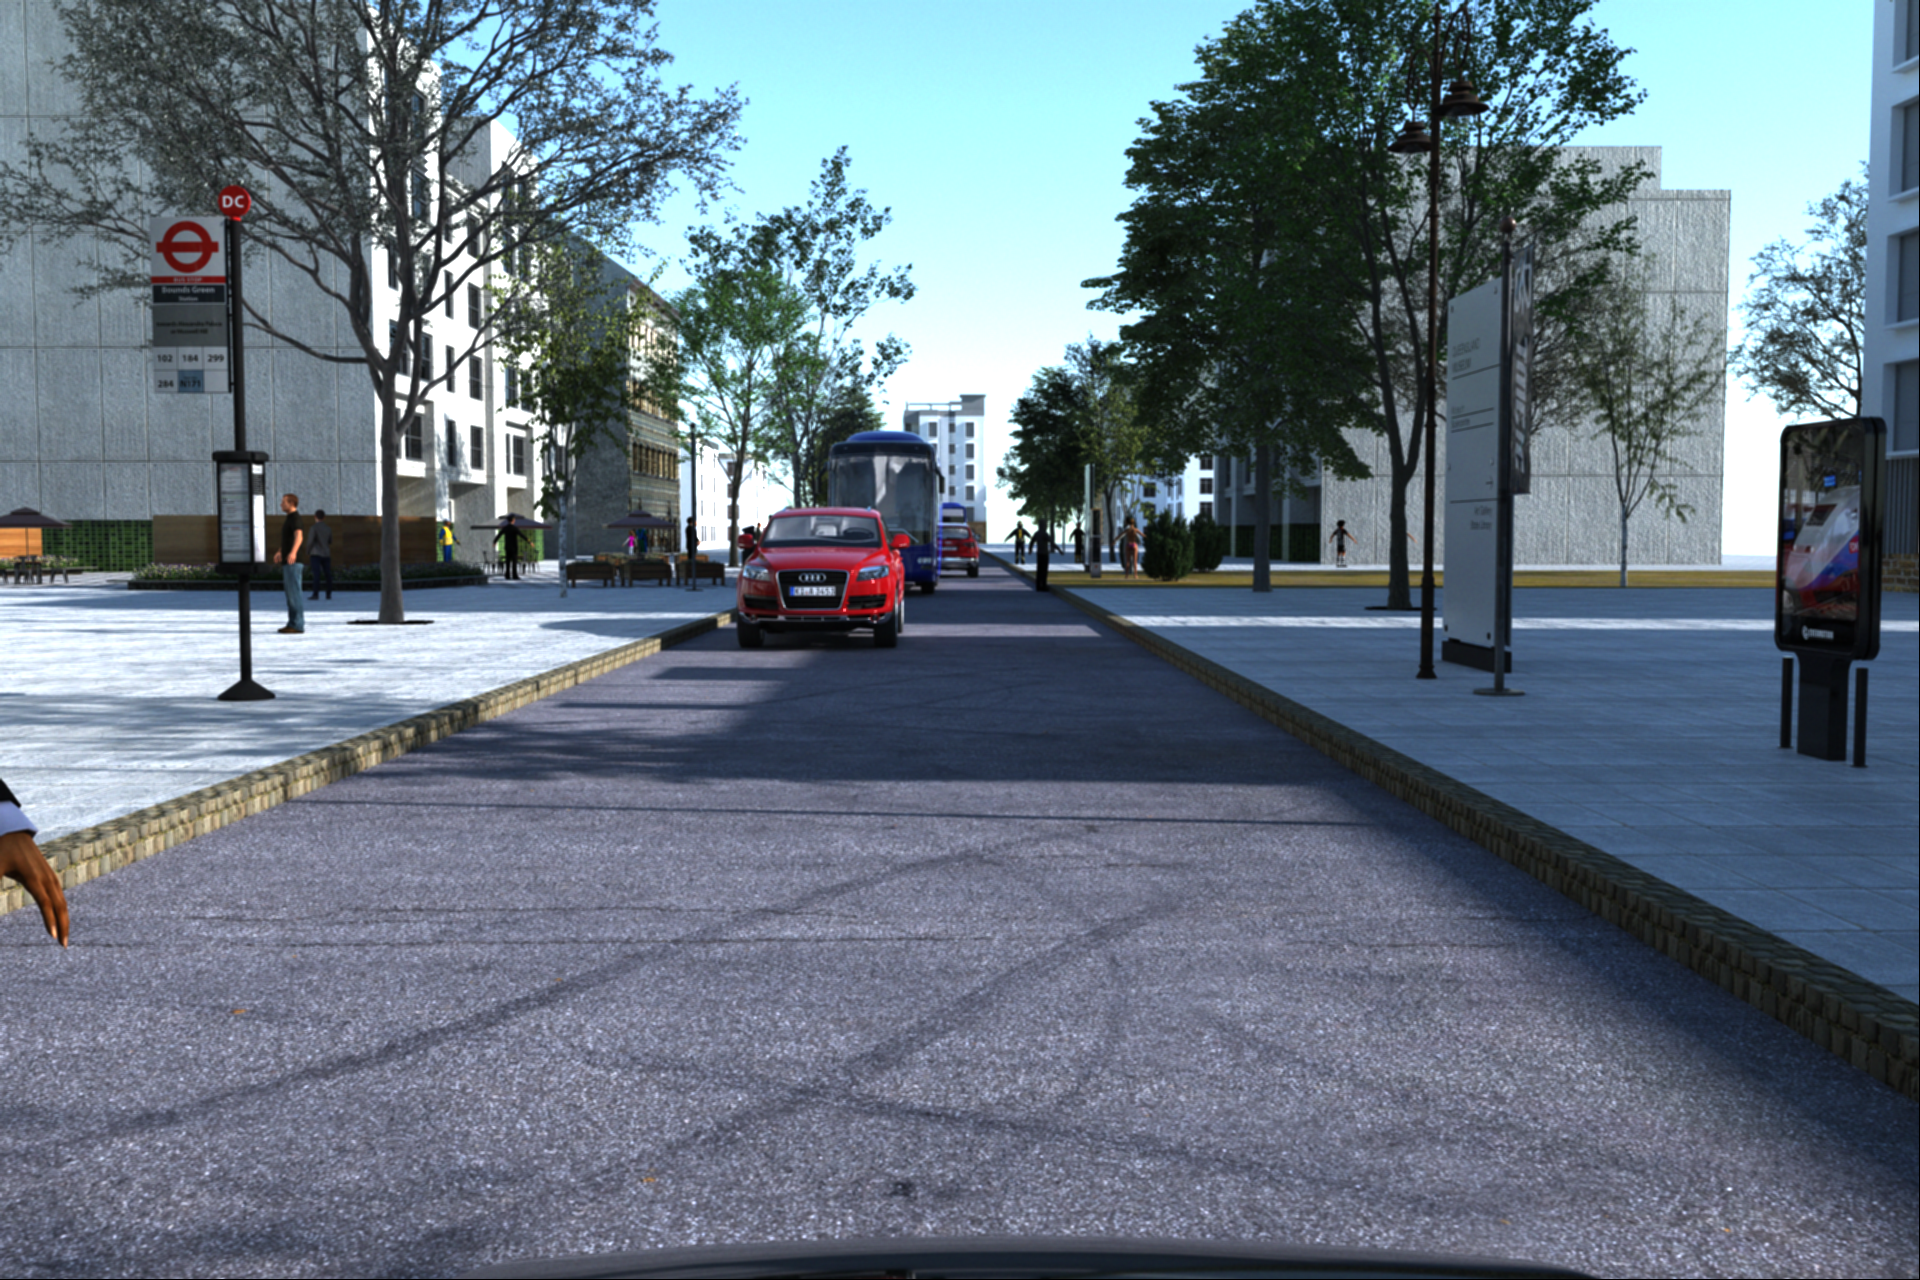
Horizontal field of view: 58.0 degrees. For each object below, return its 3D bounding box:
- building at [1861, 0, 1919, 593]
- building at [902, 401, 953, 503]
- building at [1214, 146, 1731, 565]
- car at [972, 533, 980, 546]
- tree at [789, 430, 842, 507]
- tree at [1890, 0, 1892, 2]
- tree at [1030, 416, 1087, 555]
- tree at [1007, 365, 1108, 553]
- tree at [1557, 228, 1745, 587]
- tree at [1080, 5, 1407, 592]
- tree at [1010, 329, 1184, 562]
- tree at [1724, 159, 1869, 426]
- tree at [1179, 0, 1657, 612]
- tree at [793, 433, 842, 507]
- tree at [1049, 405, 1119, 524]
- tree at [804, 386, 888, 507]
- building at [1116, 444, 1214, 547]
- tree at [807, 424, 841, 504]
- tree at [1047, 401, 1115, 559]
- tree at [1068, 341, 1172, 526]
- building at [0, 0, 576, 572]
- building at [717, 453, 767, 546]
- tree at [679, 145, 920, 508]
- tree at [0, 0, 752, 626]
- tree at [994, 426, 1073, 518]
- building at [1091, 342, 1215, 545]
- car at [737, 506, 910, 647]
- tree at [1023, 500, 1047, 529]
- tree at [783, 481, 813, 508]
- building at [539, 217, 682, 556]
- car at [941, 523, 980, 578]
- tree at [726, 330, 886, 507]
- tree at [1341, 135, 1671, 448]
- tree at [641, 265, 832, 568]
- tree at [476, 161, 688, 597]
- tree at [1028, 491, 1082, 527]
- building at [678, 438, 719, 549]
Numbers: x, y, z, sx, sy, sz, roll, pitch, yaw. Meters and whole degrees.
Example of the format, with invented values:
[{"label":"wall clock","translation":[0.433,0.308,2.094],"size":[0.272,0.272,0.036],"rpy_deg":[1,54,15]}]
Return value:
[{"label":"building","translation":[25.575,-11.048,37.061],"size":[16.016,20.090,11.380],"rpy_deg":[0,4,-1]},{"label":"building","translation":[-7.529,-23.168,237.673],"size":[11.380,20.090,16.016],"rpy_deg":[0,4,-4]},{"label":"building","translation":[23.551,-13.531,87.693],"size":[16.747,18.905,31.486],"rpy_deg":[0,3,0]},{"label":"car","translation":[0.402,-6.700,119.131],"size":[1.945,1.707,3.694],"rpy_deg":[0,4,-1]},{"label":"tree","translation":[-9.579,-12.761,143.049],"size":[8.767,10.594,7.601],"rpy_deg":[-2,4,-26]},{"label":"tree","translation":[7.285,-3.654,10.110],"size":[4.737,8.622,4.395],"rpy_deg":[0,3,0]},{"label":"tree","translation":[6.499,-9.650,108.138],"size":[4.360,8.622,3.978],"rpy_deg":[0,3,0]},{"label":"tree","translation":[6.581,-12.144,116.684],"size":[7.486,12.596,7.792],"rpy_deg":[0,3,0]},{"label":"tree","translation":[16.213,-5.625,42.326],"size":[4.360,8.622,3.978],"rpy_deg":[0,3,0]},{"label":"tree","translation":[6.333,-7.331,37.990],"size":[7.486,12.596,7.792],"rpy_deg":[0,3,0]},{"label":"tree","translation":[6.764,-8.833,78.831],"size":[8.767,10.594,7.601],"rpy_deg":[-3,4,-39]},{"label":"tree","translation":[29.103,-8.850,55.073],"size":[12.009,13.543,11.850],"rpy_deg":[0,3,0]},{"label":"tree","translation":[7.527,-6.318,29.054],"size":[9.928,11.665,9.643],"rpy_deg":[0,3,0]},{"label":"tree","translation":[-9.365,-10.358,119.719],"size":[4.737,8.622,4.395],"rpy_deg":[0,3,0]},{"label":"tree","translation":[6.708,-9.141,99.818],"size":[4.360,8.622,3.978],"rpy_deg":[0,3,0]},{"label":"tree","translation":[-8.255,-13.052,131.534],"size":[7.486,12.596,7.792],"rpy_deg":[0,3,0]},{"label":"building","translation":[21.564,-14.275,175.549],"size":[9.099,9.664,28.070],"rpy_deg":[0,4,0]},{"label":"tree","translation":[-8.351,-10.019,114.167],"size":[4.737,8.622,4.395],"rpy_deg":[0,3,0]},{"label":"tree","translation":[6.223,-8.586,90.739],"size":[4.737,8.622,4.395],"rpy_deg":[0,3,0]},{"label":"tree","translation":[6.236,-7.033,65.347],"size":[4.737,8.622,4.395],"rpy_deg":[0,3,0]},{"label":"building","translation":[-28.144,-12.662,73.489],"size":[16.747,18.905,31.486],"rpy_deg":[0,4,-1]},{"label":"building","translation":[-25.932,-15.351,193.132],"size":[9.099,9.664,28.070],"rpy_deg":[0,4,0]},{"label":"tree","translation":[-7.919,-14.072,85.965],"size":[12.611,20.169,13.585],"rpy_deg":[0,3,0]},{"label":"tree","translation":[-8.098,-6.978,24.465],"size":[12.009,13.543,11.850],"rpy_deg":[0,3,0]},{"label":"tree","translation":[6.291,-12.016,130.880],"size":[8.767,10.594,7.601],"rpy_deg":[1,4,19]},{"label":"building","translation":[25.233,-22.836,204.296],"size":[19.493,23.208,18.063],"rpy_deg":[0,4,0]},{"label":"car","translation":[-1.811,-0.912,23.589],"size":[2.281,1.827,5.304],"rpy_deg":[0,4,0]},{"label":"tree","translation":[10.884,-17.605,238.196],"size":[4.737,8.622,4.395],"rpy_deg":[0,3,0]},{"label":"tree","translation":[-21.095,-17.257,232.518],"size":[4.360,8.622,3.978],"rpy_deg":[0,3,0]},{"label":"building","translation":[-28.745,-17.122,110.870],"size":[19.493,23.208,18.063],"rpy_deg":[0,3,0]},{"label":"car","translation":[-0.428,-3.051,58.552],"size":[2.281,1.827,5.304],"rpy_deg":[0,4,-1]},{"label":"tree","translation":[-8.926,-11.885,104.693],"size":[12.009,13.543,11.850],"rpy_deg":[0,3,0]},{"label":"tree","translation":[16.218,-8.732,53.140],"size":[12.009,13.543,11.850],"rpy_deg":[0,3,0]},{"label":"tree","translation":[-8.519,-8.585,66.121],"size":[9.928,11.665,9.643],"rpy_deg":[0,3,0]},{"label":"tree","translation":[-7.896,-5.181,35.076],"size":[4.737,8.622,4.395],"rpy_deg":[0,3,0]},{"label":"tree","translation":[12.799,-19.150,231.223],"size":[7.486,12.596,7.792],"rpy_deg":[0,3,0]},{"label":"building","translation":[-26.996,-13.419,161.545],"size":[9.099,9.664,28.070],"rpy_deg":[0,4,-1]}]
